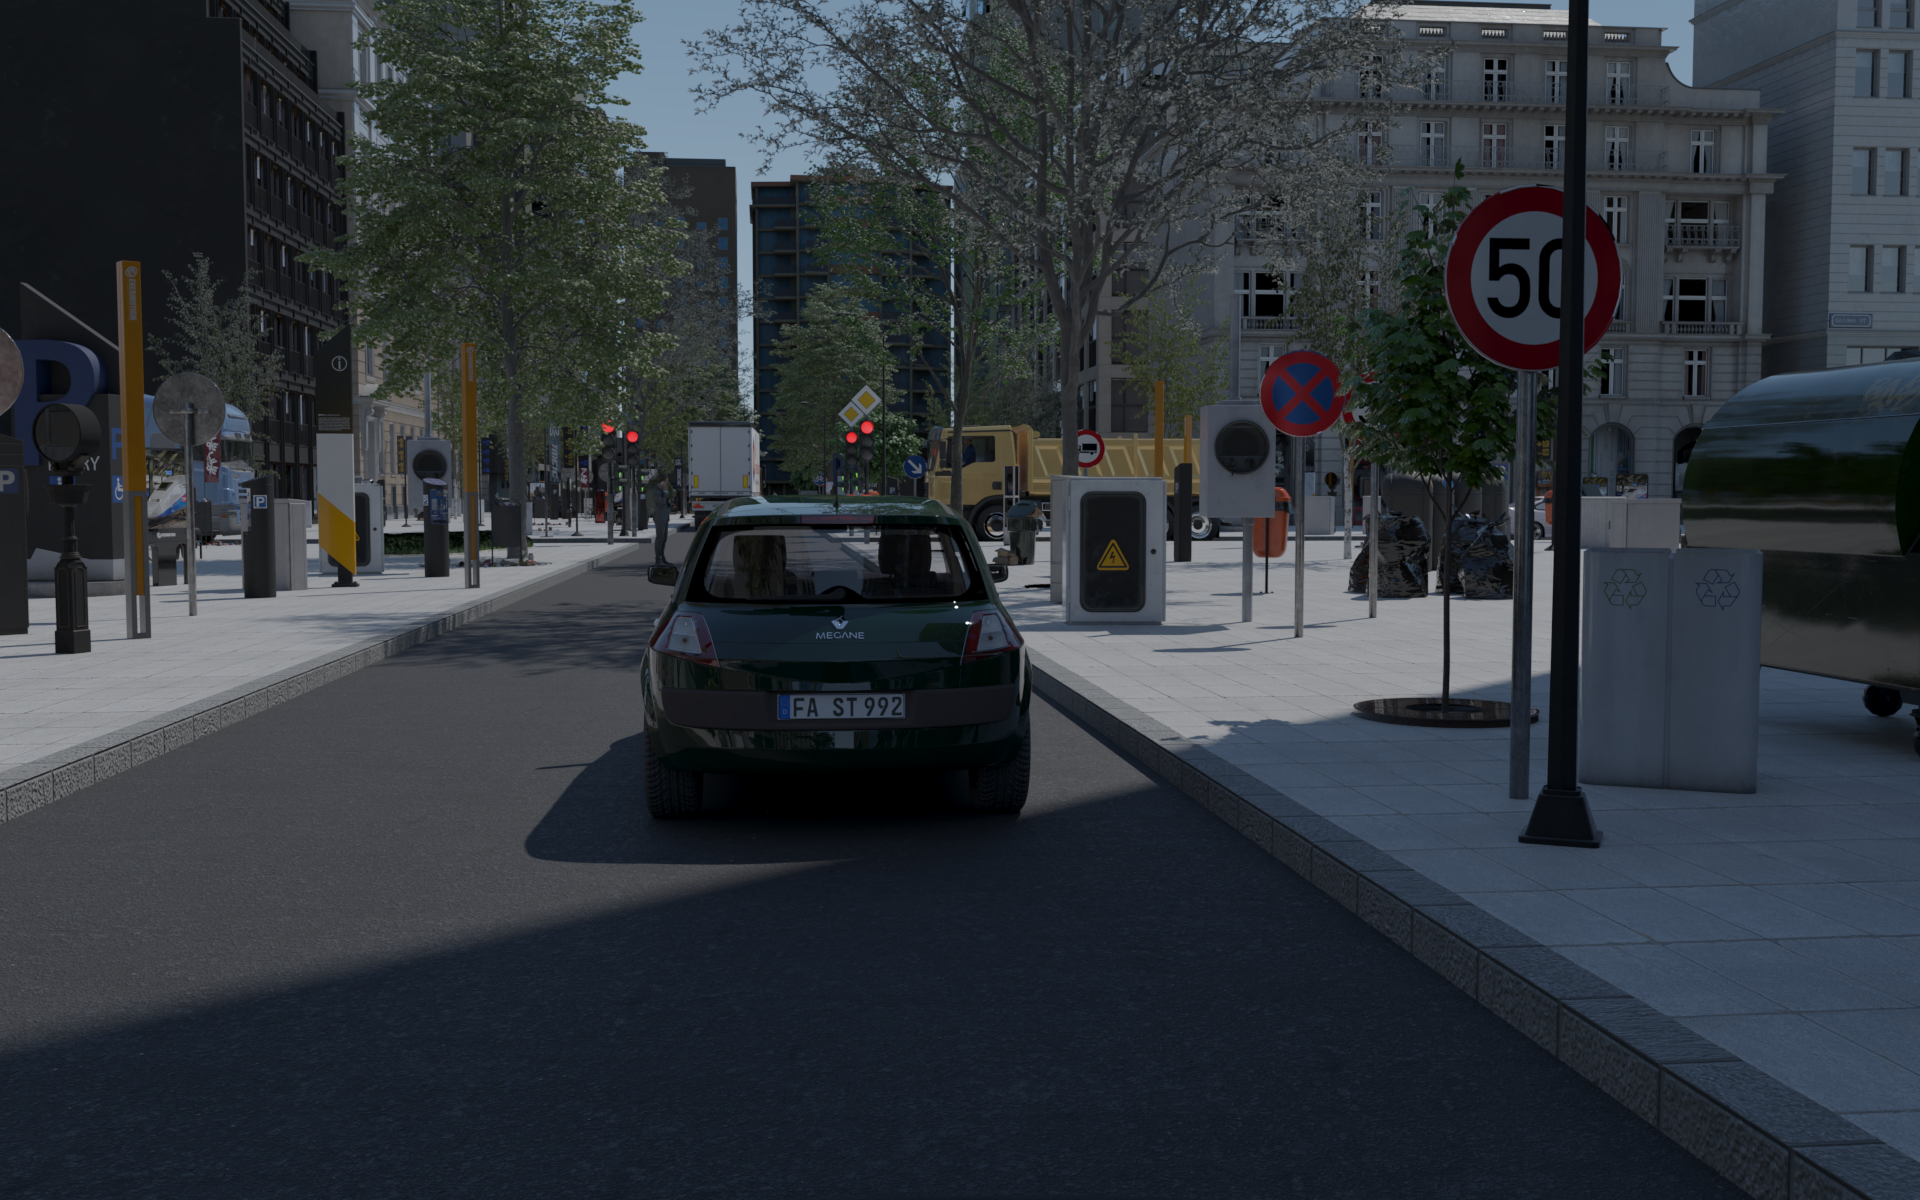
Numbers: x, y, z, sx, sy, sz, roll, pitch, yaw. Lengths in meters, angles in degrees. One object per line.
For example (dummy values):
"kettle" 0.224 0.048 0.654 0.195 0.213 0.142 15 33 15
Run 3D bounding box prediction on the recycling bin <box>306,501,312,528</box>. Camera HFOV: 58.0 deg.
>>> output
"recycling bin" -25.205 -3.268 65.984 0.722 1.027 0.722 3 5 41

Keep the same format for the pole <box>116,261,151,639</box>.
"pole" -7.300 -1.312 15.301 0.158 3.312 0.155 0 3 0

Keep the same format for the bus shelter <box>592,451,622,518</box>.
"bus shelter" -19.616 -6.517 97.828 1.731 3.624 6.357 0 4 -6

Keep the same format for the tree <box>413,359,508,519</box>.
"tree" -25.228 -8.370 87.207 4.737 8.622 4.395 0 3 0

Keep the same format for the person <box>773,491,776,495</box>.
"person" -19.746 -10.668 183.714 1.217 1.735 0.721 3 4 37

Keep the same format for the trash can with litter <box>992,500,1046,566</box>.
"trash can with litter" 1.053 -1.217 31.277 0.624 1.170 1.055 2 4 32

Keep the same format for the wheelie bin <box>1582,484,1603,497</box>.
"wheelie bin" 19.960 -2.885 55.077 0.980 1.594 0.693 -1 4 -22

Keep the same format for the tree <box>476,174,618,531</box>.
"tree" -11.514 -9.155 60.052 12.009 13.543 11.850 0 3 0

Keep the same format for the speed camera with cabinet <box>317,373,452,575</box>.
"speed camera with cabinet" -9.283 -2.056 27.949 2.038 3.252 0.660 -1 4 -19

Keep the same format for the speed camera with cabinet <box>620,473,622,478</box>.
"speed camera with cabinet" -14.253 -4.897 74.395 0.660 3.252 2.038 1 4 20

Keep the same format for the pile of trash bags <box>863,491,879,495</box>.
"pile of trash bags" -1.653 -2.749 54.702 3.447 1.369 1.912 -3 5 -39

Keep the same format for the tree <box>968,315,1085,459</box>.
"tree" 2.831 -7.369 70.848 4.360 8.622 3.978 0 3 0

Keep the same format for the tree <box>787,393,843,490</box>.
"tree" -9.633 -10.368 119.875 4.737 8.622 4.395 0 3 0

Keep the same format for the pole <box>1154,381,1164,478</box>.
"pole" 3.595 -2.291 31.302 0.158 3.312 0.155 0 3 0

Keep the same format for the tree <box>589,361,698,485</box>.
"tree" -15.127 -8.290 85.910 4.737 8.622 4.395 0 3 0

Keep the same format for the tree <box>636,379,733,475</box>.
"tree" -19.578 -11.728 126.158 8.767 10.594 7.601 -1 4 -20

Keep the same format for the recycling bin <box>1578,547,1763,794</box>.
"recycling bin" 3.206 0.289 7.822 0.722 1.027 0.722 1 4 23

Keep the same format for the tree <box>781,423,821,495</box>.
"tree" -14.813 -12.836 160.236 4.360 8.622 3.978 0 3 0

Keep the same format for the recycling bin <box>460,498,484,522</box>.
"recycling bin" -22.097 -4.044 78.675 0.722 1.027 0.722 1 4 12

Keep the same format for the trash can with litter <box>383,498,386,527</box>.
"trash can with litter" -22.322 -3.321 65.692 1.055 1.170 0.624 0 4 2

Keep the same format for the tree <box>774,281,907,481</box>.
"tree" -6.569 -10.681 92.759 7.486 12.596 7.792 0 3 0

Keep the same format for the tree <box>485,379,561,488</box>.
"tree" -25.218 -9.205 100.869 4.360 8.622 3.978 0 3 0

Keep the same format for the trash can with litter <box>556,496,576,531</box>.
"trash can with litter" -14.760 -2.995 60.031 2.233 1.210 1.678 -3 5 -42

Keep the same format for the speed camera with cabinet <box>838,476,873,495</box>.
"speed camera with cabinet" -3.998 -4.399 66.259 0.660 3.252 2.038 1 4 22

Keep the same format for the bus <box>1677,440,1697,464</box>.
"bus" 28.148 -3.718 52.331 12.252 3.916 2.896 0 4 -8

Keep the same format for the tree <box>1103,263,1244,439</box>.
"tree" 6.683 -6.380 54.681 4.737 8.622 4.395 0 3 0

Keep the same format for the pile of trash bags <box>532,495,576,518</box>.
"pile of trash bags" -22.116 -5.007 91.618 3.447 1.369 1.912 -2 4 -26

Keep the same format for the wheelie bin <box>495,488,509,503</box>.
"wheelie bin" -25.641 -5.473 97.393 0.980 1.594 0.693 -2 4 -27

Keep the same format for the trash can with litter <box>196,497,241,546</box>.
"trash can with litter" -18.498 -1.957 43.058 2.233 1.210 1.678 0 4 -6

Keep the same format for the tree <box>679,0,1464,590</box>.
"tree" 1.525 -6.894 23.089 12.009 13.543 11.850 0 3 0

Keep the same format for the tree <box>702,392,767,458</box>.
"tree" -25.882 -17.339 190.141 9.857 13.997 8.962 0 3 0

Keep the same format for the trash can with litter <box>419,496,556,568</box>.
"trash can with litter" -8.485 -1.215 30.921 2.233 1.210 1.678 0 4 -8

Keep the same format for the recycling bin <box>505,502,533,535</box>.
"recycling bin" -13.834 -2.552 54.274 0.722 1.027 0.722 -2 4 -27

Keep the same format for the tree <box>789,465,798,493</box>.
"tree" -12.039 -9.478 138.686 4.285 4.588 4.351 0 3 0

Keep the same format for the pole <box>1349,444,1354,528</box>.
"pole" 14.715 -4.365 65.203 0.158 3.312 0.155 0 3 0

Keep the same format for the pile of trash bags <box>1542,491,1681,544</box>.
"pile of trash bags" 17.253 -2.213 45.930 3.447 1.369 1.912 1 4 15

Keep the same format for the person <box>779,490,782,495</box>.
"person" -16.810 -9.449 163.008 0.705 1.821 1.348 0 4 -7

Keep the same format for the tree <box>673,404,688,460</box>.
"tree" -20.065 -12.938 137.288 9.928 11.665 9.643 0 3 0

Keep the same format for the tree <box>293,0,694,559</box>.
"tree" -9.178 -7.112 34.402 7.486 12.596 7.792 0 3 0

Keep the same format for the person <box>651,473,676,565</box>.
"person" -5.881 -1.603 34.516 0.447 1.846 0.655 0 4 5

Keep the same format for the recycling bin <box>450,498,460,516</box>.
"recycling bin" -29.509 -5.408 100.976 0.722 1.027 0.722 -2 4 -27

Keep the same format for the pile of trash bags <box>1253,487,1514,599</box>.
"pile of trash bags" 5.385 -0.763 22.227 3.447 1.369 1.912 1 4 16

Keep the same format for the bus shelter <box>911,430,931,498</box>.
"bus shelter" -1.020 -4.581 66.187 1.731 3.624 6.357 0 4 -6

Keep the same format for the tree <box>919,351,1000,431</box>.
"tree" 0.180 -8.355 86.967 4.737 8.622 4.395 0 3 0

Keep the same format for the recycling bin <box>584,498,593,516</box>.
"recycling bin" -22.072 -5.585 103.868 0.722 1.027 0.722 -3 5 -39

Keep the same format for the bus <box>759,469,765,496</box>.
"bus" -18.607 -9.821 152.116 2.896 3.916 12.252 0 4 -6

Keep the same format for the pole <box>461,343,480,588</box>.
"pole" -6.655 -1.816 23.536 0.158 3.312 0.155 0 3 0

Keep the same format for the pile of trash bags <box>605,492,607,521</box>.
"pile of trash bags" -16.458 -4.438 82.316 1.912 1.369 3.447 0 4 6

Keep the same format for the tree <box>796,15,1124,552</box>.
"tree" 0.046 -6.862 37.954 9.928 11.665 9.643 0 3 0

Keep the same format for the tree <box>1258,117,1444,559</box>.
"tree" 7.659 -5.092 33.613 4.360 8.622 3.978 0 3 0

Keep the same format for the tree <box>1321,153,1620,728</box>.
"tree" 2.934 -0.936 9.911 1.663 3.219 1.824 0 3 0

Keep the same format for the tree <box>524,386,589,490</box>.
"tree" -24.889 -9.748 109.745 4.737 8.622 4.395 0 3 0

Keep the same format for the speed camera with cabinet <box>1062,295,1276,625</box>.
"speed camera with cabinet" 2.053 -1.394 17.120 2.038 3.252 0.660 0 4 0

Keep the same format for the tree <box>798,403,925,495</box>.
"tree" -2.897 -4.641 59.596 4.285 4.588 4.351 0 3 0

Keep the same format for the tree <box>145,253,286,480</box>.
"tree" -22.394 -6.254 52.623 4.360 8.622 3.978 0 3 0

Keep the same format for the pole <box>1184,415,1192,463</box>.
"pole" 5.913 -3.130 45.016 0.158 3.312 0.155 0 3 0
